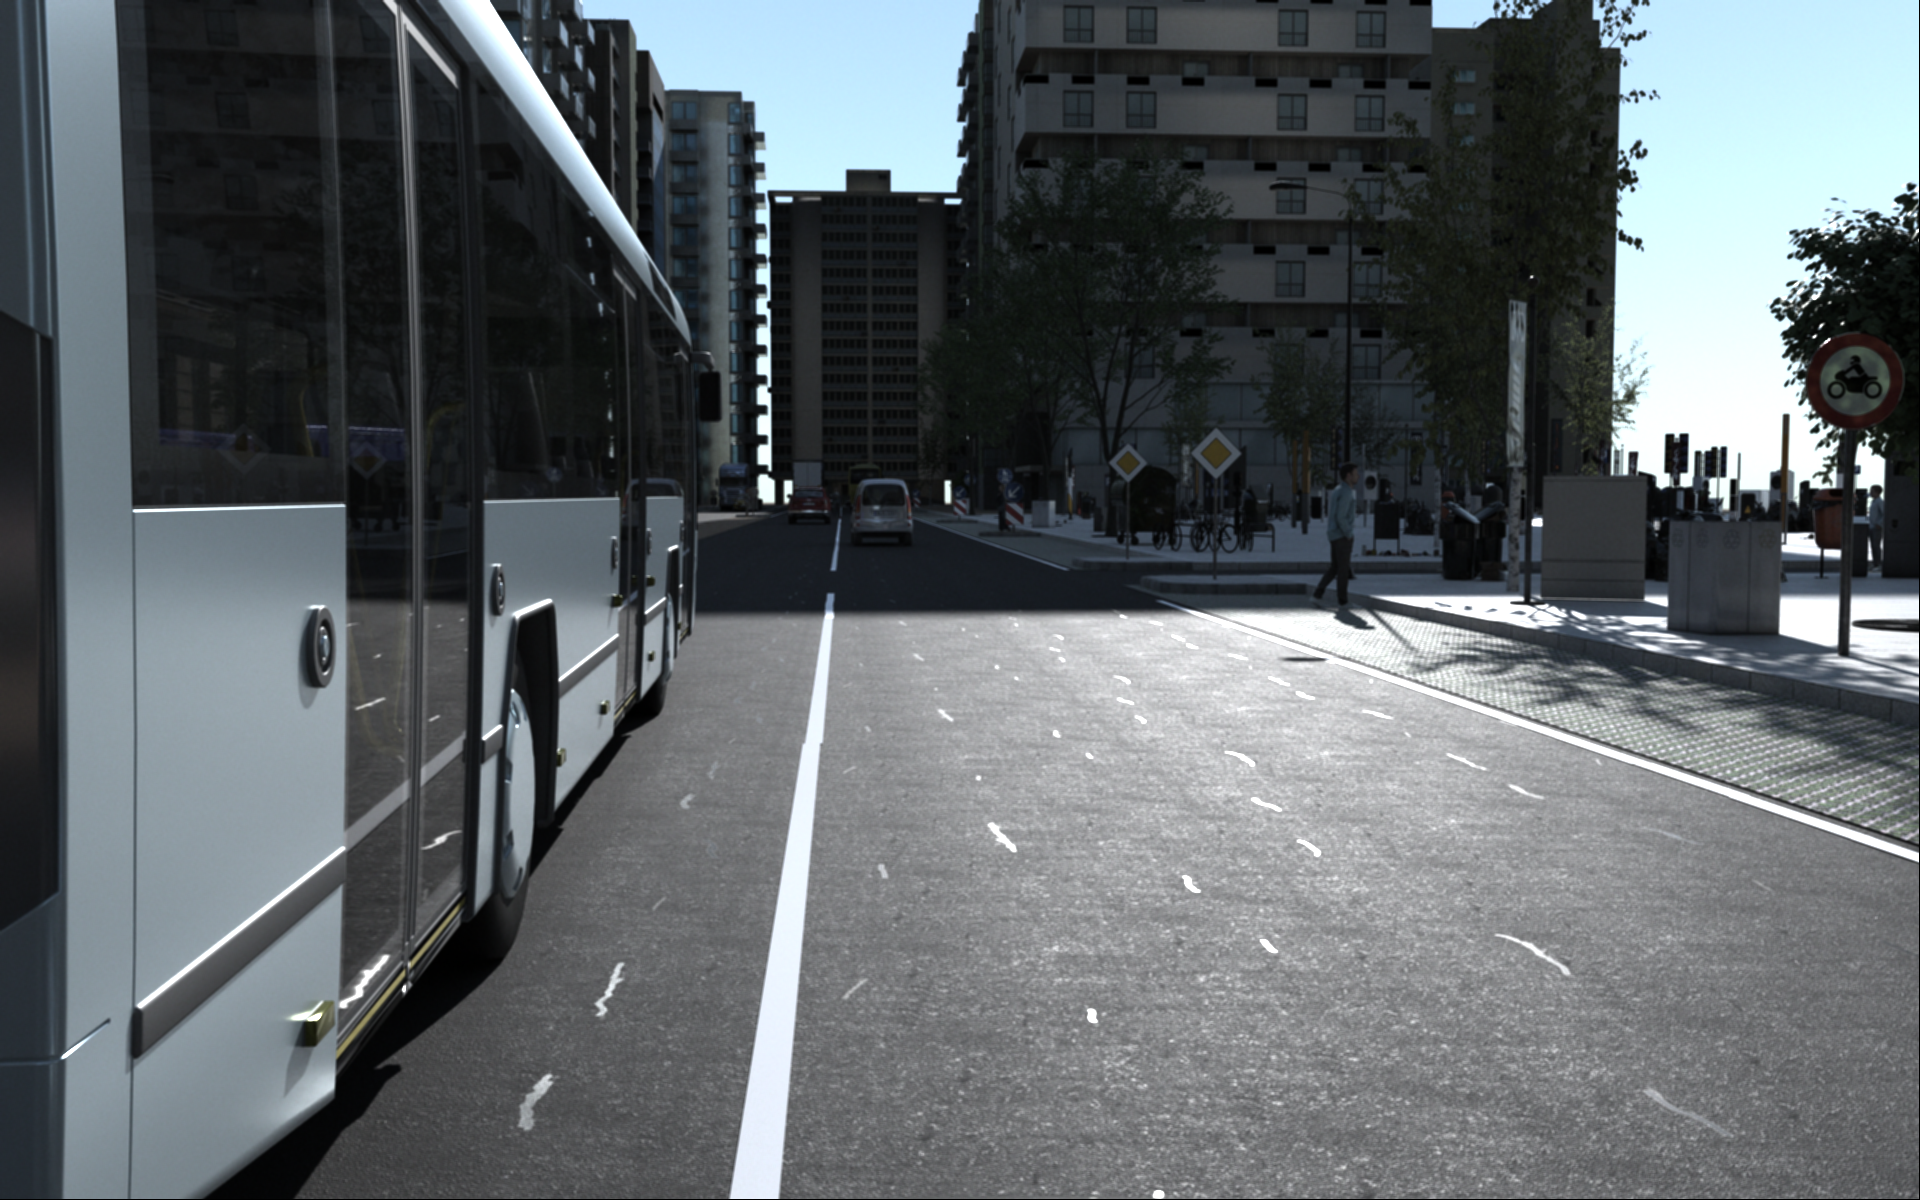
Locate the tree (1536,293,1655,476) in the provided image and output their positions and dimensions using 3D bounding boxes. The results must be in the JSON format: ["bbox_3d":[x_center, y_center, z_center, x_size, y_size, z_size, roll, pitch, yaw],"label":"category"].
[{"bbox_3d":[23.206,-6.943,63.884,4.360,8.622,3.978,0,3,0],"label":"tree"}]

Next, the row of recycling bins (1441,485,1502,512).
[{"bbox_3d":[23.866,-4.514,80.909,1.069,1.692,3.534,-2,4,-29],"label":"row of recycling bins"}]

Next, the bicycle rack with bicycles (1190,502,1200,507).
[{"bbox_3d":[9.909,-4.027,79.227,2.852,0.926,2.925,3,5,42],"label":"bicycle rack with bicycles"}]

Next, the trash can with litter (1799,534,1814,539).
[{"bbox_3d":[24.902,-2.367,49.755,2.233,1.210,1.678,-1,4,-23],"label":"trash can with litter"}]

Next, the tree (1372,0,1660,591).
[{"bbox_3d":[7.290,-4.437,22.901,4.737,8.622,4.395,0,3,0],"label":"tree"}]

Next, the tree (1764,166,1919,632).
[{"bbox_3d":[9.434,-2.007,16.527,4.285,4.588,4.351,0,3,0],"label":"tree"}]

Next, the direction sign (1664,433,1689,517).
[{"bbox_3d":[26.791,-4.454,64.820,0.379,3.537,0.876,-3,5,-44],"label":"direction sign"}]

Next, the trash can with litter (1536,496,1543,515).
[{"bbox_3d":[35.598,-5.706,104.349,2.233,1.210,1.678,3,4,39],"label":"trash can with litter"}]

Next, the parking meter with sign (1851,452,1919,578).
[{"bbox_3d":[14.525,-1.851,26.527,1.738,3.016,0.543,2,4,27],"label":"parking meter with sign"}]

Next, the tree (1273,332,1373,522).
[{"bbox_3d":[16.176,-7.815,78.143,4.360,8.622,3.978,0,3,0],"label":"tree"}]

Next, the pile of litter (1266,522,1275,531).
[{"bbox_3d":[10.592,-2.875,60.978,1.719,0.858,1.176,-3,5,-44],"label":"pile of litter"}]

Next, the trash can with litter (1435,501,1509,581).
[{"bbox_3d":[7.702,-0.885,25.860,1.055,1.170,0.624,2,4,34],"label":"trash can with litter"}]

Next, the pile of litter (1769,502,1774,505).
[{"bbox_3d":[45.651,-5.057,96.643,1.176,0.858,1.719,1,4,13],"label":"pile of litter"}]

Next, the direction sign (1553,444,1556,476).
[{"bbox_3d":[27.185,-5.338,79.266,0.379,3.537,0.876,1,4,13],"label":"direction sign"}]

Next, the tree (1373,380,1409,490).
[{"bbox_3d":[25.599,-9.639,107.957,4.360,8.622,3.978,0,3,0],"label":"tree"}]

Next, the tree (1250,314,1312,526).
[{"bbox_3d":[13.592,-7.324,70.110,4.737,8.622,4.395,0,3,0],"label":"tree"}]

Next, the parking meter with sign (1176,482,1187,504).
[{"bbox_3d":[11.719,-6.088,95.792,1.738,3.016,0.543,1,4,16],"label":"parking meter with sign"}]

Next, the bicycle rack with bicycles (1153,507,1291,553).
[{"bbox_3d":[5.807,-1.558,38.855,2.852,0.926,2.925,-1,4,-10],"label":"bicycle rack with bicycles"}]

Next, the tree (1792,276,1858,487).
[{"bbox_3d":[28.355,-6.387,54.796,4.737,8.622,4.395,0,3,0],"label":"tree"}]

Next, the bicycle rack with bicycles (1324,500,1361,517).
[{"bbox_3d":[20.670,-5.139,97.404,2.852,0.926,2.925,-3,4,-37],"label":"bicycle rack with bicycles"}]

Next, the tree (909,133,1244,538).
[{"bbox_3d":[4.472,-7.672,51.190,9.928,11.665,9.643,0,3,0],"label":"tree"}]

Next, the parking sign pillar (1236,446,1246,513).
[{"bbox_3d":[15.237,-6.575,95.980,1.447,3.967,1.447,-2,4,-33],"label":"parking sign pillar"}]

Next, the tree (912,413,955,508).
[{"bbox_3d":[-2.609,-12.595,156.282,4.737,8.622,4.395,0,3,0],"label":"tree"}]

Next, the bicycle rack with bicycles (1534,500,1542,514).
[{"bbox_3d":[36.456,-5.826,108.635,2.852,0.926,2.925,-2,4,-31],"label":"bicycle rack with bicycles"}]

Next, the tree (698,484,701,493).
[{"bbox_3d":[-27.776,-11.408,181.120,1.663,3.219,1.824,0,3,0],"label":"tree"}]

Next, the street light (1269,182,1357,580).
[{"bbox_3d":[5.294,-3.268,25.965,1.470,5.913,1.316,0,4,-4],"label":"street light"}]

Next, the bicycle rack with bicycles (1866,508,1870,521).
[{"bbox_3d":[45.322,-4.332,84.215,2.852,0.926,2.925,2,4,33],"label":"bicycle rack with bicycles"}]

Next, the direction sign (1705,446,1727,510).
[{"bbox_3d":[36.152,-5.540,82.582,0.379,3.537,0.876,-2,4,-27],"label":"direction sign"}]

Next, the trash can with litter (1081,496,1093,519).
[{"bbox_3d":[6.590,-4.775,89.461,0.624,1.170,1.055,0,4,0],"label":"trash can with litter"}]

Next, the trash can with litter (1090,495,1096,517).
[{"bbox_3d":[7.187,-5.204,96.150,1.678,1.210,2.233,-2,4,-34],"label":"trash can with litter"}]

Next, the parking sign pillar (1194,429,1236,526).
[{"bbox_3d":[10.355,-5.059,71.179,1.447,3.967,1.447,0,4,-4],"label":"parking sign pillar"}]

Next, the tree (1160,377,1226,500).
[{"bbox_3d":[13.767,-9.350,103.239,4.737,8.622,4.395,0,3,0],"label":"tree"}]

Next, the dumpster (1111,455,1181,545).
[{"bbox_3d":[4.711,-2.536,43.953,1.502,2.255,1.985,0,4,-4],"label":"dumpster"}]

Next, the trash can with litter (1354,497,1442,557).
[{"bbox_3d":[9.193,-1.515,35.832,2.233,1.210,1.678,2,4,28],"label":"trash can with litter"}]

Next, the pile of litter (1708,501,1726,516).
[{"bbox_3d":[44.890,-5.449,103.058,1.176,0.858,1.719,0,4,6],"label":"pile of litter"}]

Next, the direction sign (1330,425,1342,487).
[{"bbox_3d":[12.383,-3.979,57.060,0.379,3.537,0.876,2,4,35],"label":"direction sign"}]

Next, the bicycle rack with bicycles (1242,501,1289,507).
[{"bbox_3d":[14.201,-4.215,82.292,2.925,0.926,2.852,-1,4,-19],"label":"bicycle rack with bicycles"}]

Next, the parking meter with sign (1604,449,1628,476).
[{"bbox_3d":[25.908,-4.364,67.605,1.738,3.016,0.543,-1,4,-10],"label":"parking meter with sign"}]

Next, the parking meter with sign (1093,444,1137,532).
[{"bbox_3d":[5.300,-3.869,59.511,0.543,3.016,1.738,3,5,45],"label":"parking meter with sign"}]

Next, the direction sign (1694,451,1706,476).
[{"bbox_3d":[38.810,-6.028,90.552,0.876,3.537,0.379,0,4,-3],"label":"direction sign"}]

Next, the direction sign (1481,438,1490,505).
[{"bbox_3d":[21.268,-4.779,70.132,0.379,3.537,0.876,3,4,38],"label":"direction sign"}]

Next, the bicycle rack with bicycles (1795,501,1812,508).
[{"bbox_3d":[54.454,-5.840,108.863,2.925,0.926,2.852,-2,4,-32],"label":"bicycle rack with bicycles"}]

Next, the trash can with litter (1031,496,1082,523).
[{"bbox_3d":[3.994,-3.972,76.007,2.233,1.210,1.678,-1,4,-8],"label":"trash can with litter"}]

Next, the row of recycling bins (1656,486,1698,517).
[{"bbox_3d":[41.019,-5.743,101.011,3.534,1.692,1.069,1,4,12],"label":"row of recycling bins"}]

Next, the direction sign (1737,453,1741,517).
[{"bbox_3d":[42.717,-6.301,95.015,0.379,3.537,0.876,2,4,30],"label":"direction sign"}]
